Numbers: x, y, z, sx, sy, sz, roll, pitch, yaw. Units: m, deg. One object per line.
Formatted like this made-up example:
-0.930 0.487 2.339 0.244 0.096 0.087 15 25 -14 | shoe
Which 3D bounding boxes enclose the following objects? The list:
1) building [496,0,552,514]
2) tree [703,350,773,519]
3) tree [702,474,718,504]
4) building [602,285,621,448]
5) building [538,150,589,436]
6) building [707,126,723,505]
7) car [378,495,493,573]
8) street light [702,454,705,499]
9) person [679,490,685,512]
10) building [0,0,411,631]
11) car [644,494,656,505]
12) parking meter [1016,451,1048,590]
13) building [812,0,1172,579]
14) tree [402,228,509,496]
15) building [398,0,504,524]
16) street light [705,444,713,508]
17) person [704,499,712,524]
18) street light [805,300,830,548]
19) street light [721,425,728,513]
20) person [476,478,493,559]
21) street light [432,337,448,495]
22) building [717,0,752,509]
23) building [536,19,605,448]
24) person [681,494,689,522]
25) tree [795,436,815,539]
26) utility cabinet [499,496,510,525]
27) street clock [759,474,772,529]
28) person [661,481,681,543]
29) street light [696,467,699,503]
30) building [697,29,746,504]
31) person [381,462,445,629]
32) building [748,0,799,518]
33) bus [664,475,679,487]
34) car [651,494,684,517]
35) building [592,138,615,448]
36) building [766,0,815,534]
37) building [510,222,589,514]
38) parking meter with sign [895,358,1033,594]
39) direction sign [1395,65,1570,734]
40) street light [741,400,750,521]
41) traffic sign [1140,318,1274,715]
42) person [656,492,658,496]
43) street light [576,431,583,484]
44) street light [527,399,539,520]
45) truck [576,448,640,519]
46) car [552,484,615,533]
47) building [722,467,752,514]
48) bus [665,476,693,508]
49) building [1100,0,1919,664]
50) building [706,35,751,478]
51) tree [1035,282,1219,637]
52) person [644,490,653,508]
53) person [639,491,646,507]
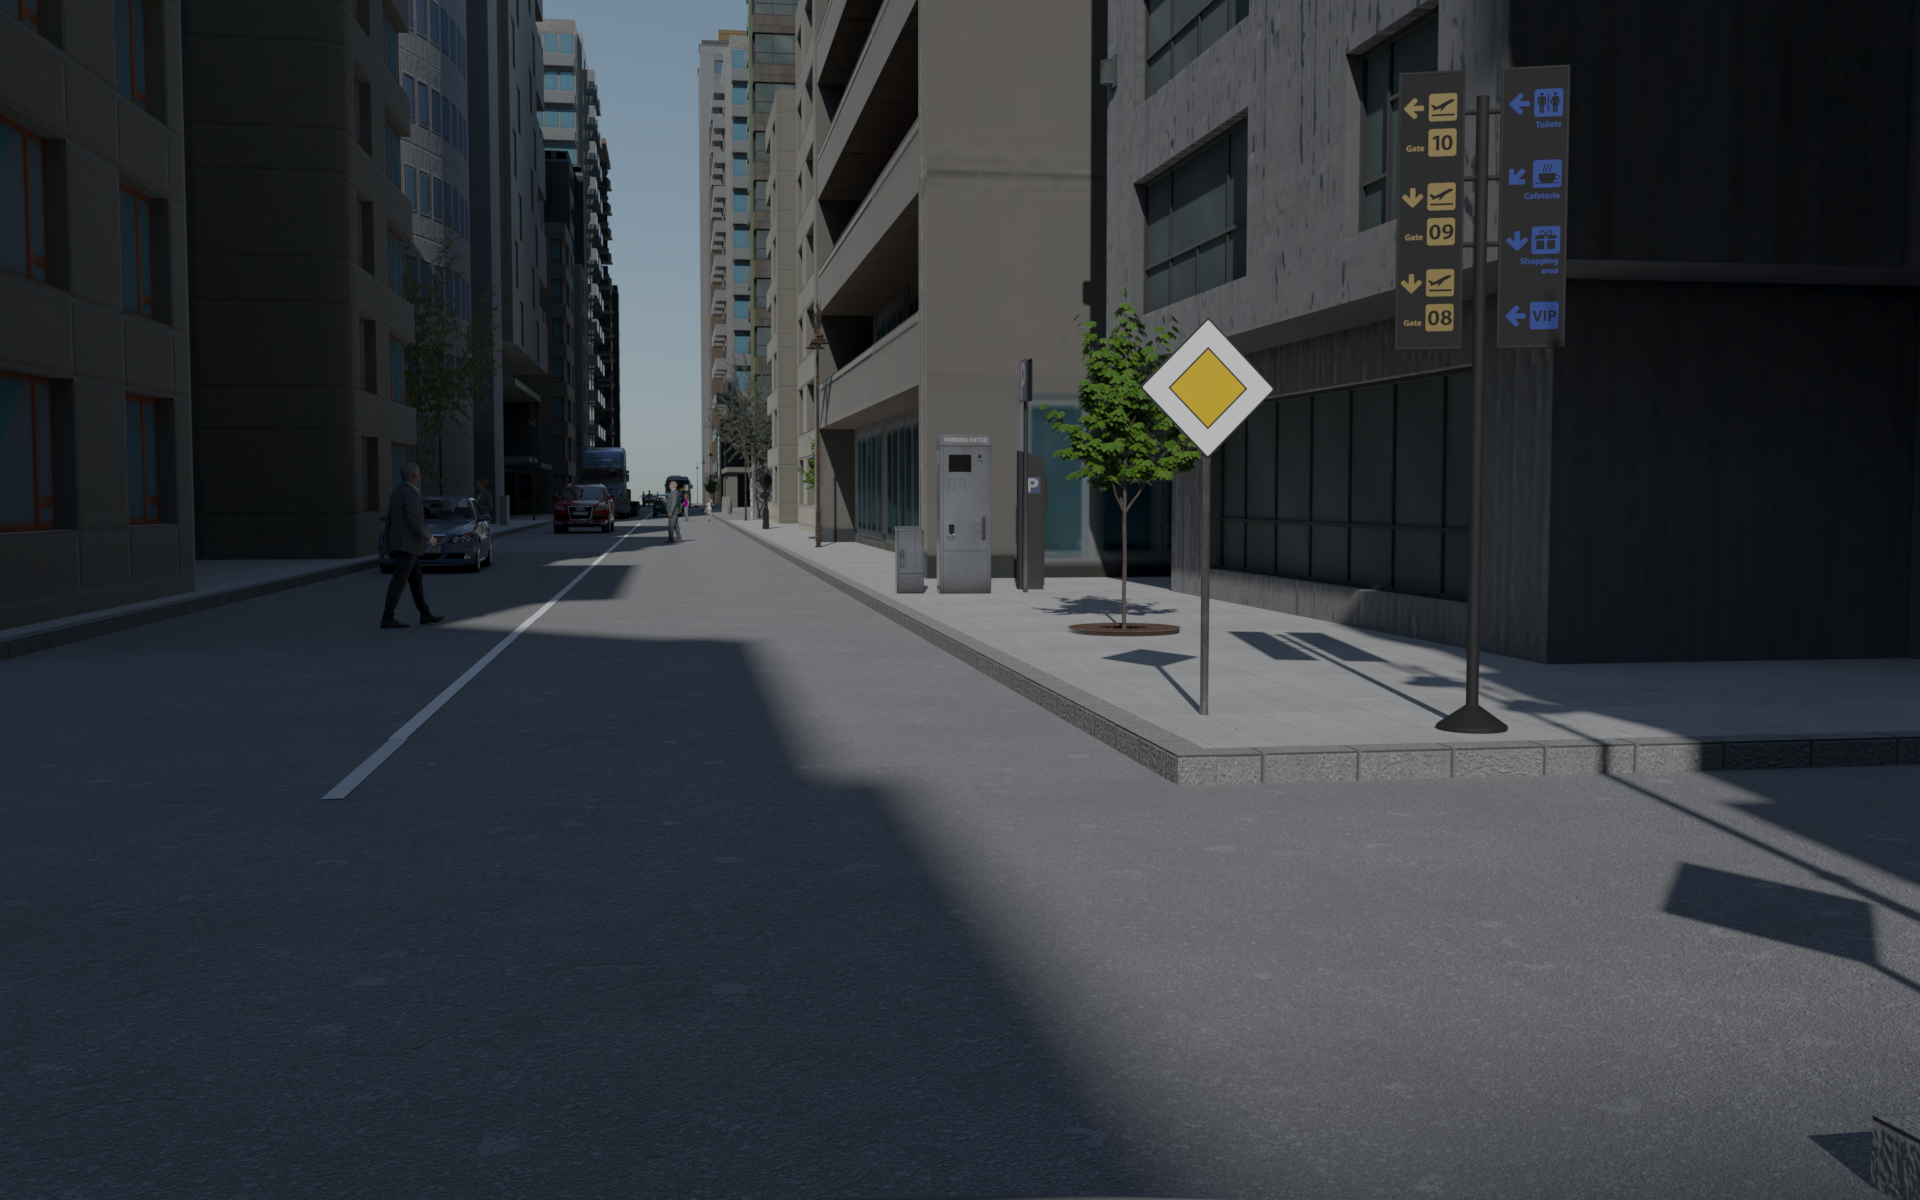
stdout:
-36.939 -30.829 93.286 28.713 52.752 27.495 -1 4 -9 | building
-10.698 -8.401 87.721 4.360 8.622 3.978 0 3 0 | tree
-23.852 -10.512 166.475 1.663 3.219 1.824 0 3 0 | tree
-52.296 -27.975 229.096 14.160 30.474 14.107 -1 4 -9 | building
-38.556 -22.800 144.482 14.160 30.474 14.107 -1 4 -9 | building
-23.062 -34.097 207.602 14.600 45.320 14.200 -1 4 -9 | building
-9.924 -1.283 32.987 2.014 1.417 4.499 -1 4 -11 | car
-29.486 -13.855 199.320 0.468 5.910 1.993 -1 4 -9 | street light
-21.587 -7.677 134.731 0.721 1.736 1.217 -3 5 -45 | person
-24.727 -11.060 25.873 27.650 21.520 28.899 -1 4 -9 | building
-39.366 -12.749 220.251 2.131 1.459 4.920 -1 4 -8 | car
0.969 -1.079 23.347 0.399 1.863 0.255 0 4 -5 | parking meter
8.297 -25.267 36.817 21.300 48.544 21.600 -1 4 -9 | building
-14.576 -5.922 47.191 4.737 8.622 4.395 0 3 0 | tree
-28.662 -31.748 61.077 21.231 58.520 28.212 -1 4 -9 | building
-22.872 -11.391 159.030 0.468 5.910 1.993 -1 4 -9 | street light
-12.046 -4.245 82.916 0.382 1.210 0.505 0 4 -3 | person
-3.402 -4.199 41.447 0.468 5.910 1.993 -1 4 -9 | street light
-15.807 -8.790 116.506 0.468 5.910 1.993 -1 4 -9 | street light
-10.038 -1.667 36.299 0.362 1.759 0.519 -3 5 -44 | person
-15.245 -4.770 50.776 0.468 5.910 1.993 -1 4 -9 | street light
-8.712 -50.801 143.263 22.319 86.520 31.000 -1 4 -9 | building
-48.215 -34.119 177.456 23.786 49.044 30.456 -1 4 -9 | building
-14.214 -4.761 89.571 0.599 1.433 0.991 -2 4 -29 | person
-3.973 -3.370 49.699 1.663 3.219 1.824 0 3 0 | tree
-18.811 -3.692 71.527 0.306 1.237 1.020 0 4 -8 | utility cabinet
-7.084 -3.584 63.175 0.358 2.002 0.471 3 4 38 | street clock
-8.524 -2.593 51.069 0.590 1.801 0.661 0 4 -2 | person
-36.615 -16.427 241.369 0.468 5.910 1.993 -1 4 -9 | street light
-23.677 -41.991 228.554 21.231 58.520 28.212 -1 4 -9 | building
-5.894 -0.600 18.705 0.661 1.777 0.834 3 5 42 | person
-4.928 -19.970 98.217 14.160 30.474 14.107 -1 4 -9 | building
-37.369 -14.440 227.643 2.896 3.916 12.252 -1 4 -10 | bus
-18.580 -6.009 110.049 2.131 1.459 4.920 -1 4 -9 | car
-52.888 -33.774 206.824 22.147 44.769 28.867 -1 4 -9 | building
6.729 -13.822 71.022 27.650 21.520 28.899 -1 4 -9 | building
-41.110 -16.975 122.580 27.650 21.520 28.899 -1 4 -9 | building
0.034 -1.599 22.407 1.738 3.016 0.543 0 4 -7 | parking meter with sign
2.789 -1.060 9.333 0.876 3.537 0.379 1 4 12 | direction sign
-10.348 -6.773 83.526 0.468 5.910 1.993 -1 4 -9 | street light
1.415 -0.389 10.000 0.795 2.450 0.064 -1 4 -9 | traffic sign
-40.627 -13.665 232.440 1.217 1.766 0.721 -3 5 -43 | person
-27.821 -9.421 126.824 0.468 5.910 1.993 -1 4 -9 | street light
-20.884 -6.847 84.743 0.468 5.910 1.993 -1 4 -9 | street light
-21.278 -7.106 105.947 2.967 4.110 18.799 0 4 -8 | truck
-14.036 -3.431 64.776 2.281 1.827 5.304 -1 4 -9 | car
0.011 -26.073 118.180 32.217 40.220 23.993 -1 4 -9 | building
-30.228 -11.698 186.119 2.948 3.499 13.247 -1 4 -8 | bus
9.788 -14.954 16.206 14.107 30.474 14.160 -1 4 -9 | building
-15.333 -34.650 186.137 23.786 49.044 30.456 -1 4 -9 | building
1.413 -1.304 15.921 1.663 3.219 1.824 0 3 0 | tree
-31.398 -10.178 174.909 1.348 1.824 0.705 3 5 39 | person
-35.009 -11.129 191.147 1.217 1.739 0.721 3 5 41 | person
